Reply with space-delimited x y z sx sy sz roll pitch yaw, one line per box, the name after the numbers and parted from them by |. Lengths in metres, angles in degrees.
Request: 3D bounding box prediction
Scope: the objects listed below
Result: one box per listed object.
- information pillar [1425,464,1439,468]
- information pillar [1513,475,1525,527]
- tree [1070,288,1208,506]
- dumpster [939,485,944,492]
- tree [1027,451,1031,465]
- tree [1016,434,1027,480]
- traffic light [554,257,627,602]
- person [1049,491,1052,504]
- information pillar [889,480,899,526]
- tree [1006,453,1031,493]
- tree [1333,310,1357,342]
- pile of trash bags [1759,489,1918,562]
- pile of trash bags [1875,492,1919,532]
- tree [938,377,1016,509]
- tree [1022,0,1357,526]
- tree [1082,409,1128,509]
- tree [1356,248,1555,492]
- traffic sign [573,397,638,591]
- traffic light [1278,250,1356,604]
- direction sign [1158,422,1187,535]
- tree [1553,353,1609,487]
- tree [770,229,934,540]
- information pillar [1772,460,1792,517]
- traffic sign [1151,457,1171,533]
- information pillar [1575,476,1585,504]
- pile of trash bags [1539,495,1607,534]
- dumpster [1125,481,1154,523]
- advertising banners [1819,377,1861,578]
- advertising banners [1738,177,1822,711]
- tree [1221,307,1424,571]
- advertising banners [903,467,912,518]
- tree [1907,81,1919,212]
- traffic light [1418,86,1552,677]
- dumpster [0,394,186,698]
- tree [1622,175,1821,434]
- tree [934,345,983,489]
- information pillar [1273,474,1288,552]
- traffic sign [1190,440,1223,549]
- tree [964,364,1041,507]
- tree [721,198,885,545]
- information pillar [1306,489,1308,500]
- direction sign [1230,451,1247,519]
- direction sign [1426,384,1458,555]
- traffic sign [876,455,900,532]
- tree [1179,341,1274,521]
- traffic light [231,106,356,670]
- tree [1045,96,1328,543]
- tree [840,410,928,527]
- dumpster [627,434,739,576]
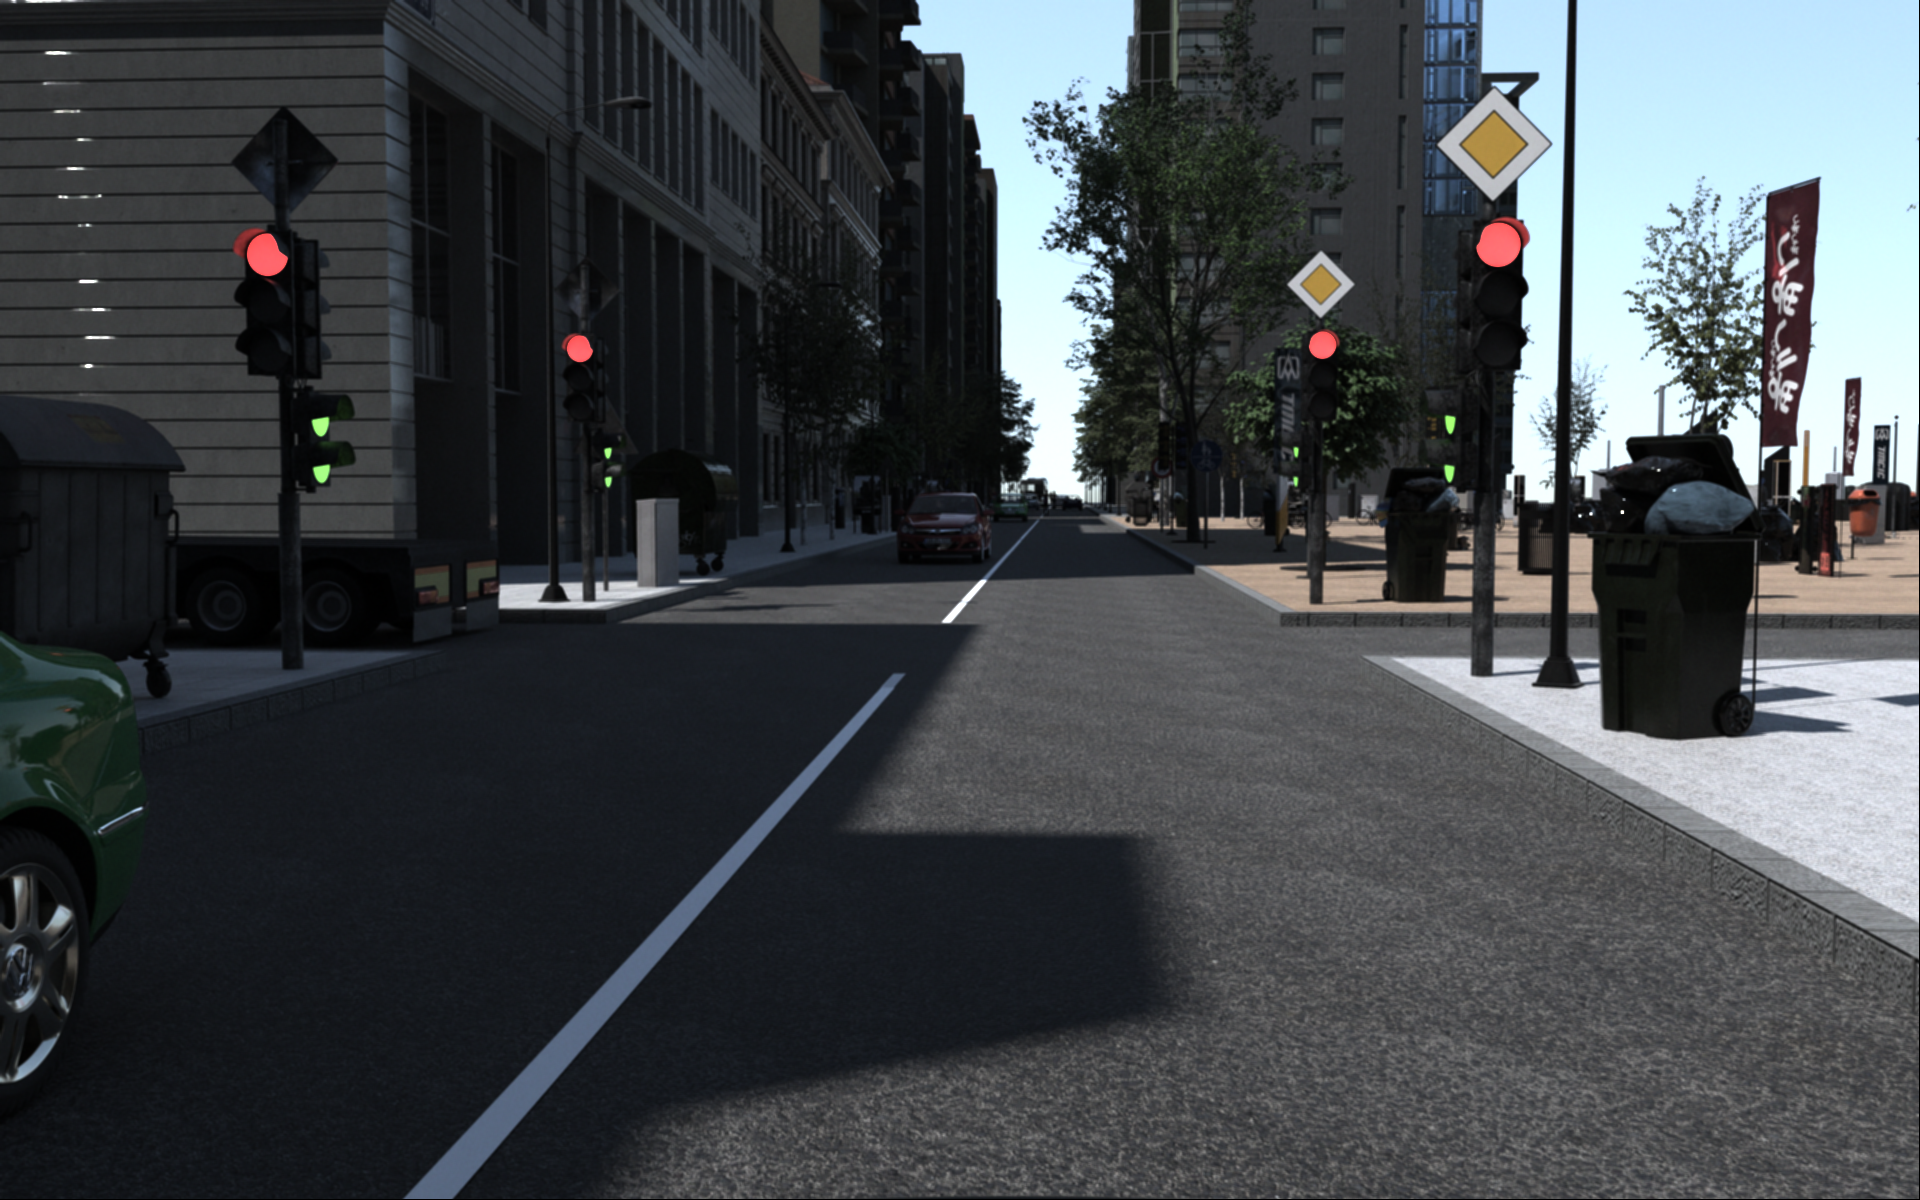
10.578 -2.096 38.767 0.304 2.012 0.304 0 4 5 | information pillar
21.521 -3.802 66.658 0.304 2.012 0.304 -1 4 -20 | information pillar
9.995 -10.869 95.834 7.486 12.596 7.792 0 3 0 | tree
-1.421 -4.595 80.893 1.264 1.857 1.865 0 4 3 | dumpster
6.294 -15.735 207.633 4.360 8.622 3.978 0 3 0 | tree
2.246 -11.493 138.265 4.360 8.622 3.978 0 3 0 | tree
-4.412 -1.936 20.570 0.839 4.253 0.868 0 4 3 | traffic light
12.687 -14.211 240.859 1.348 1.822 0.705 -2 4 -35 | person
-2.668 -3.996 69.819 0.304 2.012 0.304 3 4 37 | information pillar
7.986 -17.958 243.971 4.737 8.622 4.395 0 3 0 | tree
14.003 -6.433 55.534 4.360 8.622 3.978 0 3 0 | tree
16.304 -1.456 33.555 3.447 1.369 1.912 -1 4 -15 | pile of trash bags
35.172 -3.241 62.745 1.912 1.369 3.447 0 4 -3 | pile of trash bags
0.462 -9.746 109.708 4.360 8.622 3.978 0 3 0 | tree
8.609 -12.948 67.581 12.611 20.169 13.585 0 3 0 | tree
12.051 -11.921 145.278 4.360 8.622 3.978 0 3 0 | tree
14.224 -6.076 49.707 4.360 8.622 3.978 0 3 0 | tree
-4.681 -1.397 22.841 0.884 2.594 0.081 0 4 6 | traffic sign
4.135 -1.906 20.084 0.839 4.253 0.868 0 4 3 | traffic light
6.656 -3.809 54.281 0.876 3.537 0.379 1 4 11 | direction sign
32.215 -8.614 91.208 4.360 8.622 3.978 0 3 0 | tree
-3.577 -6.027 48.903 4.737 8.622 4.395 0 3 0 | tree
17.907 -2.035 37.765 0.304 2.012 0.304 1 4 12 | information pillar
6.726 -3.520 57.651 0.768 2.556 0.104 1 4 13 | traffic sign
24.745 -3.955 69.157 0.304 2.012 0.304 0 4 -6 | information pillar
20.663 -2.893 57.060 3.447 1.369 1.912 -3 5 -41 | pile of trash bags
8.121 -4.444 78.411 1.264 1.857 1.865 0 4 3 | dumpster
13.486 -1.879 26.912 0.090 3.025 2.074 0 4 4 | advertising banners
4.641 -0.885 10.665 0.090 3.025 2.074 0 4 -5 | advertising banners
6.249 -2.789 29.320 4.285 4.588 4.351 0 3 0 | tree
-2.837 -5.968 93.770 0.090 3.025 2.074 -1 4 -13 | advertising banners
17.501 -4.763 28.245 4.737 8.622 4.395 0 3 0 | tree
3.665 -1.418 12.112 0.839 4.253 0.868 0 4 3 | traffic light
-5.595 -0.271 10.194 1.264 1.857 1.865 0 4 3 | dumpster
17.819 -5.542 40.966 4.737 8.622 4.395 0 3 0 | tree
-1.208 -8.222 84.789 4.737 8.622 4.395 0 3 0 | tree
7.132 -2.874 38.345 0.183 3.616 0.504 2 4 33 | information pillar
5.771 -2.477 40.601 0.768 2.556 0.104 1 4 12 | traffic sign
2.879 -16.159 170.857 9.857 13.997 8.962 0 3 0 | tree
-3.905 -5.679 43.210 4.360 8.622 3.978 0 3 0 | tree
18.233 -6.036 90.036 0.504 3.616 0.183 -1 4 -15 | information pillar
14.565 -6.033 90.642 0.876 3.537 0.379 1 4 11 | direction sign
10.053 -2.705 36.227 0.379 3.537 0.876 -2 4 -28 | direction sign
-2.450 -3.539 57.861 0.884 2.594 0.081 1 4 10 | traffic sign
12.287 -7.981 80.855 4.360 8.622 3.978 0 3 0 | tree
-4.882 -1.448 12.598 0.839 4.253 0.868 0 4 3 | traffic light
6.079 -7.326 45.534 9.928 11.665 9.643 0 3 0 | tree
-2.969 -5.115 67.340 4.285 4.588 4.351 0 3 0 | tree
-4.480 -1.553 27.884 1.502 2.255 1.985 0 4 3 | dumpster
